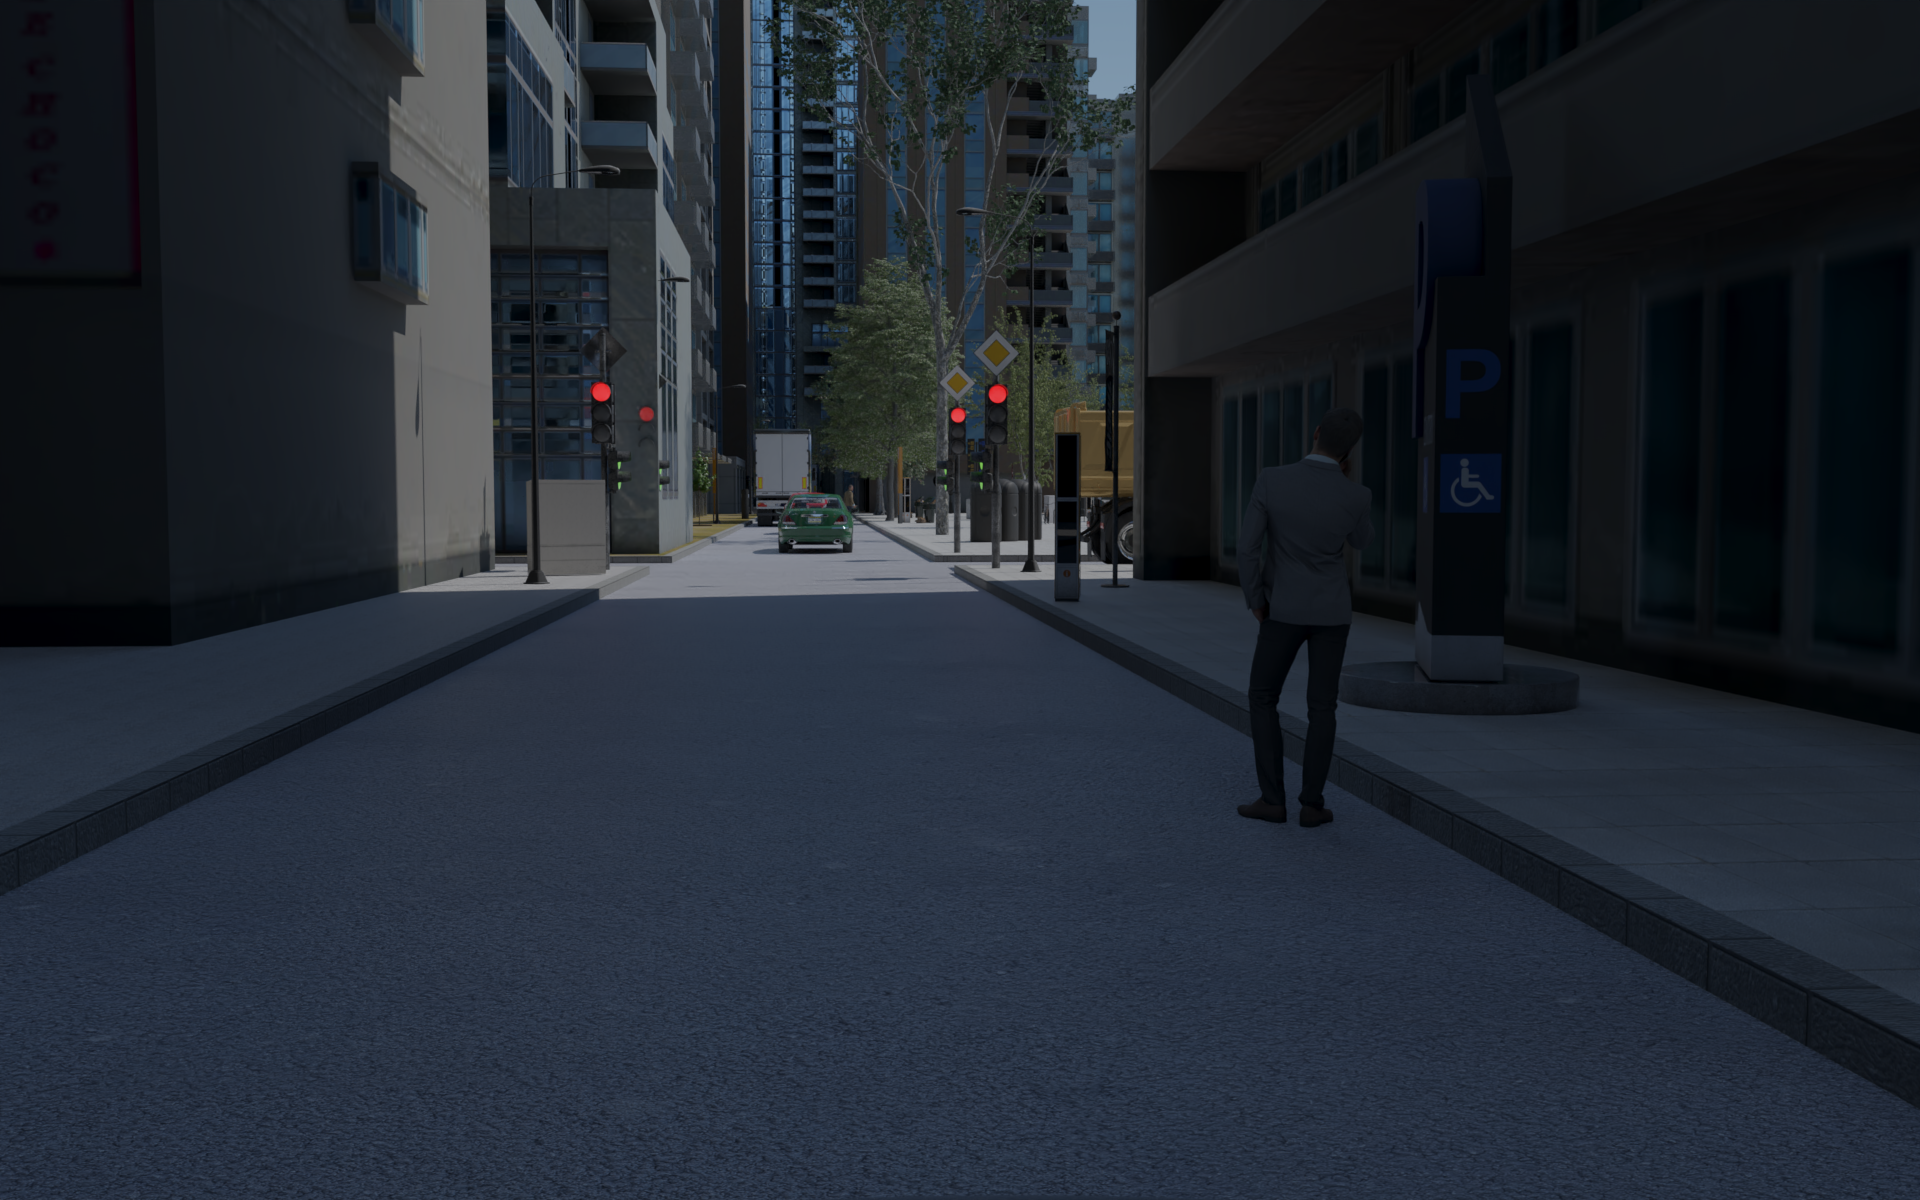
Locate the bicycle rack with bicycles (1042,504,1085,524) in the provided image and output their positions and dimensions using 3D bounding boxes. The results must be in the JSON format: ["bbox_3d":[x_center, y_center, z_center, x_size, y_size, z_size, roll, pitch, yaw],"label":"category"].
[{"bbox_3d":[4.530,-4.093,80.301,2.852,0.926,2.925,-1,4,-21],"label":"bicycle rack with bicycles"}]

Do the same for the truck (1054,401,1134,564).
[{"bbox_3d":[6.823,-2.311,33.703,9.791,3.379,3.469,0,4,-4],"label":"truck"}]

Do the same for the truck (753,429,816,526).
[{"bbox_3d":[-8.113,-5.584,80.214,2.839,4.237,11.283,0,4,-5],"label":"truck"}]

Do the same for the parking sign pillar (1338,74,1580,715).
[{"bbox_3d":[3.075,-1.355,10.626,1.447,3.967,1.447,1,4,11],"label":"parking sign pillar"}]

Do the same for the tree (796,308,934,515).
[{"bbox_3d":[-4.922,-11.514,105.264,9.611,12.733,9.660,0,3,0],"label":"tree"}]

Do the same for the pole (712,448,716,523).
[{"bbox_3d":[-10.827,-5.052,76.437,0.158,3.312,0.155,0,3,0],"label":"pole"}]

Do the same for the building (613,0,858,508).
[{"bbox_3d":[-23.579,-54.540,204.395,31.000,86.520,22.319,0,4,-5],"label":"building"}]

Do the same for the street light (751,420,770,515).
[{"bbox_3d":[-12.586,-8.322,108.610,1.470,5.913,1.316,0,4,-5],"label":"street light"}]

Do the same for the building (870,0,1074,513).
[{"bbox_3d":[-0.092,-28.878,122.260,14.600,45.320,14.200,0,4,-5],"label":"building"}]

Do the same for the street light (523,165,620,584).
[{"bbox_3d":[-5.507,-3.184,24.597,1.470,5.913,1.316,0,4,-5],"label":"street light"}]

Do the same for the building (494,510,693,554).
[{"bbox_3d":[-18.862,-45.025,48.837,22.319,86.520,31.000,0,4,-5],"label":"building"}]

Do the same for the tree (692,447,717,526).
[{"bbox_3d":[-10.373,-4.579,69.464,1.663,3.219,1.824,0,3,0],"label":"tree"}]

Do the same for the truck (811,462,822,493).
[{"bbox_3d":[-13.973,-10.253,156.555,2.839,4.237,11.283,0,4,-4],"label":"truck"}]

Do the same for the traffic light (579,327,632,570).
[{"bbox_3d":[-5.985,-2.464,29.207,0.839,4.253,0.868,0,4,-5],"label":"traffic light"}]

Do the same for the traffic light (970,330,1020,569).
[{"bbox_3d":[0.601,-2.499,29.785,0.839,4.253,0.868,0,4,-5],"label":"traffic light"}]

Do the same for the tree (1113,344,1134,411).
[{"bbox_3d":[8.678,-7.981,80.849,4.737,8.622,4.395,0,3,0],"label":"tree"}]

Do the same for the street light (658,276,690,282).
[{"bbox_3d":[-6.462,-3.947,37.072,1.470,5.913,1.316,0,4,-5],"label":"street light"}]

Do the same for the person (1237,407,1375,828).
[{"bbox_3d":[1.493,0.069,7.548,0.592,1.802,0.473,1,4,20],"label":"person"}]

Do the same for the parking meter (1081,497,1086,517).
[{"bbox_3d":[7.029,-5.633,97.815,0.255,1.863,0.399,3,5,44],"label":"parking meter"}]

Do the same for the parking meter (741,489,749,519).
[{"bbox_3d":[-10.999,-4.908,88.652,0.372,1.533,0.369,0,3,0],"label":"parking meter"}]

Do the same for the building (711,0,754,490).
[{"bbox_3d":[-23.840,-29.868,138.455,14.600,45.320,14.200,0,4,-5],"label":"building"}]

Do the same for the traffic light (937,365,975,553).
[{"bbox_3d":[-0.081,-2.986,37.741,0.839,4.253,0.868,0,4,-5],"label":"traffic light"}]

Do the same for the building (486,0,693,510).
[{"bbox_3d":[-35.319,-52.638,173.301,31.000,86.520,22.319,0,4,-5],"label":"building"}]

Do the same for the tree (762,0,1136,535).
[{"bbox_3d":[0.719,-12.057,53.029,12.611,20.169,13.585,0,3,0],"label":"tree"}]

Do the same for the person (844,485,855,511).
[{"bbox_3d":[-4.962,-4.240,77.742,0.656,1.842,0.836,1,4,20],"label":"person"}]

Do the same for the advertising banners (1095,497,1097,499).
[{"bbox_3d":[8.173,-6.530,102.951,0.090,3.025,2.074,3,4,36],"label":"advertising banners"}]

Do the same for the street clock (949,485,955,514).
[{"bbox_3d":[-0.597,-6.607,112.590,0.471,2.002,0.358,-1,4,-15],"label":"street clock"}]

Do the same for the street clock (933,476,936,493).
[{"bbox_3d":[-0.745,-3.622,63.794,0.471,2.002,0.358,1,4,10],"label":"street clock"}]

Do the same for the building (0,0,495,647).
[{"bbox_3d":[-17.476,-24.027,16.550,21.600,48.544,21.300,0,4,-5],"label":"building"}]

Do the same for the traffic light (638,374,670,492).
[{"bbox_3d":[-6.667,-2.951,37.163,0.839,4.253,0.868,0,4,-5],"label":"traffic light"}]

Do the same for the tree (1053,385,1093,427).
[{"bbox_3d":[7.630,-9.862,111.606,4.360,8.622,3.978,0,3,0],"label":"tree"}]

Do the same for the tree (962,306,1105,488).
[{"bbox_3d":[2.360,-7.125,66.851,4.737,8.622,4.395,0,3,0],"label":"tree"}]

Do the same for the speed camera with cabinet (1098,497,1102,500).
[{"bbox_3d":[6.406,-4.709,71.330,0.660,3.252,2.038,3,4,36],"label":"speed camera with cabinet"}]

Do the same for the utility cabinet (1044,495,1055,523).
[{"bbox_3d":[4.150,-4.011,76.745,0.306,1.237,1.020,3,5,41],"label":"utility cabinet"}]

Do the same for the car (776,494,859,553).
[{"bbox_3d":[-3.604,-1.947,43.637,2.131,1.459,4.920,0,4,-3],"label":"car"}]

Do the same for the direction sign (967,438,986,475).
[{"bbox_3d":[0.676,-4.809,70.624,0.876,3.537,0.379,2,4,33],"label":"direction sign"}]

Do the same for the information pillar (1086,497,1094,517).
[{"bbox_3d":[6.912,-5.355,92.053,0.304,2.012,0.304,2,4,27],"label":"information pillar"}]

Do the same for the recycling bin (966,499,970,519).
[{"bbox_3d":[0.784,-4.631,88.265,0.722,1.027,0.722,2,4,28],"label":"recycling bin"}]

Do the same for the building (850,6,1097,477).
[{"bbox_3d":[0.977,-33.893,173.763,23.786,49.044,30.456,0,4,-5],"label":"building"}]

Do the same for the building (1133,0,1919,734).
[{"bbox_3d":[14.148,-23.962,15.481,21.300,48.544,21.600,0,4,-5],"label":"building"}]

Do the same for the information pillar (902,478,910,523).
[{"bbox_3d":[-2.416,-4.459,77.397,0.304,2.012,0.304,-2,4,-30],"label":"information pillar"}]

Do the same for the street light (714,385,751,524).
[{"bbox_3d":[-9.799,-6.185,73.662,1.470,5.913,1.316,0,4,-5],"label":"street light"}]

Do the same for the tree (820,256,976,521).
[{"bbox_3d":[-2.954,-10.083,82.989,7.486,12.596,7.792,0,3,0],"label":"tree"}]

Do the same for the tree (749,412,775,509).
[{"bbox_3d":[-18.796,-12.809,159.791,4.737,8.622,4.395,0,3,0],"label":"tree"}]

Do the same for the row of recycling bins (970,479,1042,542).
[{"bbox_3d":[1.330,-2.464,47.391,1.069,1.692,3.534,2,4,26],"label":"row of recycling bins"}]

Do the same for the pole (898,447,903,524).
[{"bbox_3d":[-2.595,-4.961,74.949,0.158,3.312,0.155,0,3,0],"label":"pole"}]

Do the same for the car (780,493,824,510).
[{"bbox_3d":[-5.480,-3.296,62.922,2.155,1.783,4.494,0,4,-3],"label":"car"}]

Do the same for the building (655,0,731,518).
[{"bbox_3d":[-24.202,-28.668,88.322,23.786,49.044,30.456,0,4,-5],"label":"building"}]

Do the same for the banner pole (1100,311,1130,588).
[{"bbox_3d":[2.065,-2.051,23.552,0.401,3.779,0.863,1,4,19],"label":"banner pole"}]

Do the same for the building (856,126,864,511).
[{"bbox_3d":[-1.198,-22.330,136.797,14.160,30.474,14.107,0,4,-5],"label":"building"}]

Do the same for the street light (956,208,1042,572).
[{"bbox_3d":[0.630,-3.410,28.294,1.470,5.913,1.316,0,4,-5],"label":"street light"}]

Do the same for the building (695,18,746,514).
[{"bbox_3d":[-25.587,-41.702,120.080,20.563,71.187,20.611,0,4,-5],"label":"building"}]

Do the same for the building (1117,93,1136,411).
[{"bbox_3d":[21.516,-36.116,210.108,30.456,49.044,23.786,0,4,-5],"label":"building"}]

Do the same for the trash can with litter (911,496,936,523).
[{"bbox_3d":[-1.466,-3.951,75.985,0.624,1.170,1.055,3,5,40],"label":"trash can with litter"}]

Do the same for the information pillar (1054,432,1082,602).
[{"bbox_3d":[1.290,-0.992,20.713,0.304,2.012,0.304,0,4,7],"label":"information pillar"}]

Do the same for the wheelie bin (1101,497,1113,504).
[{"bbox_3d":[5.567,-3.372,63.045,0.980,1.594,0.693,3,5,43],"label":"wheelie bin"}]

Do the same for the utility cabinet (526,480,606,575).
[{"bbox_3d":[-6.199,-1.137,27.264,1.173,1.500,0.318,-2,4,-29],"label":"utility cabinet"}]
